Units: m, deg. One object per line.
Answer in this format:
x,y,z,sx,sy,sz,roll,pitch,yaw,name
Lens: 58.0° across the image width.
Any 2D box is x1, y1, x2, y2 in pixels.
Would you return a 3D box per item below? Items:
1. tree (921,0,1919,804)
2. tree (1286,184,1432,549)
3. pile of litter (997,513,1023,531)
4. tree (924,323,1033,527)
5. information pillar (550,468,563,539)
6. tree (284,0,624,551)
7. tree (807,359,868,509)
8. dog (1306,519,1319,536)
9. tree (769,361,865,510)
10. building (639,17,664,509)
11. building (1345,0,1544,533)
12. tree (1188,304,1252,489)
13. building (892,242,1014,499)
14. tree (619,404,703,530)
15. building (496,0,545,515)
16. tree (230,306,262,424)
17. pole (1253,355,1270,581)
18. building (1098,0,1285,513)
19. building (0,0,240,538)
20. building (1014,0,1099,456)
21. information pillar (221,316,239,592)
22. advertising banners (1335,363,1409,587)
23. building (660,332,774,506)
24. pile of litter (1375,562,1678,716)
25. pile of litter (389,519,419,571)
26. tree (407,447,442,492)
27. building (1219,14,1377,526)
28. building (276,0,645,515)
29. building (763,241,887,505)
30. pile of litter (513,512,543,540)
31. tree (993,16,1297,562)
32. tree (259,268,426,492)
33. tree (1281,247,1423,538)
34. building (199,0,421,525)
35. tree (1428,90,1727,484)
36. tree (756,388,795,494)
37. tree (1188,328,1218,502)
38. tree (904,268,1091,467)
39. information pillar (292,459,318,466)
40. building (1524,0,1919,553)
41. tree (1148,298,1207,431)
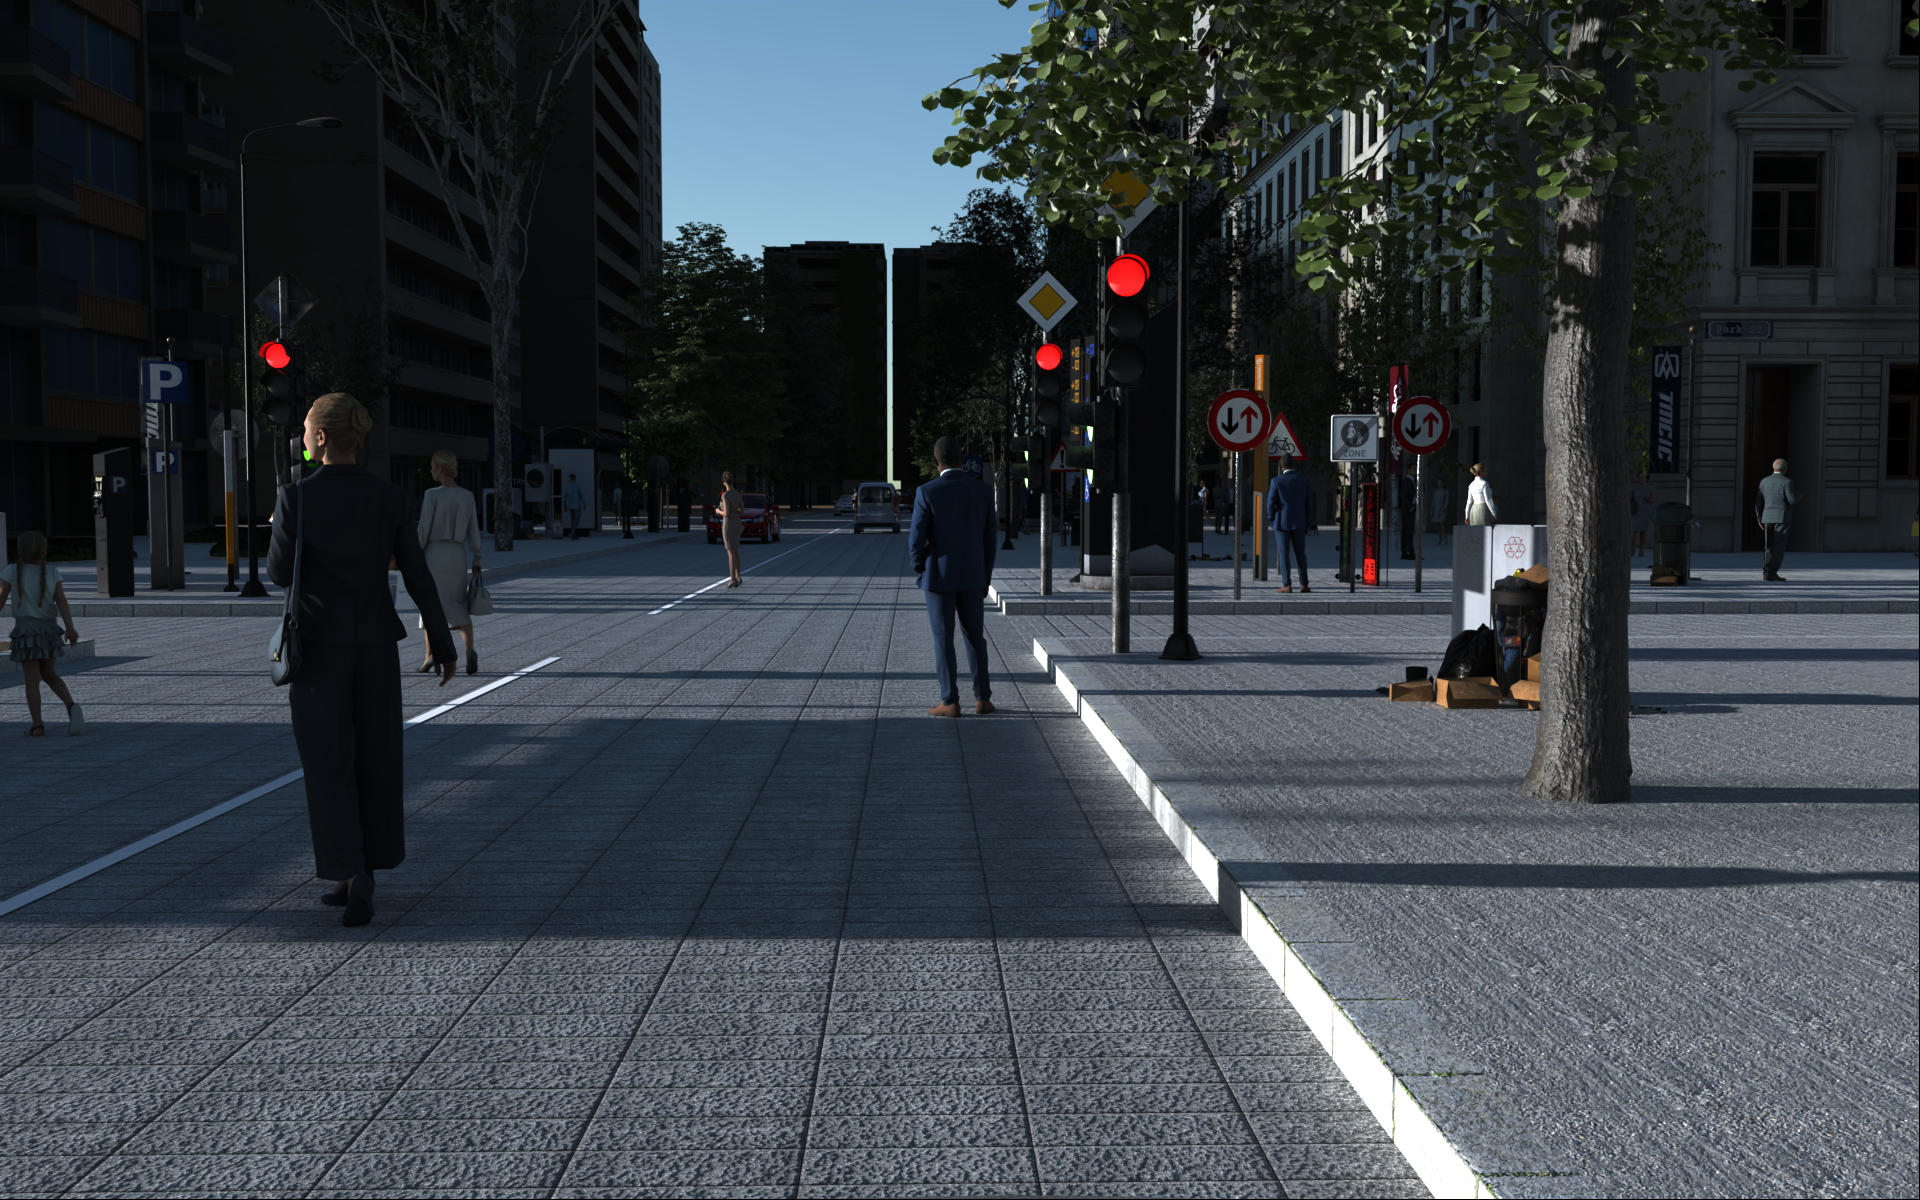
3.058,-5.443,7.117,7.486,12.596,7.792,0,3,0,tree
10.199,-5.484,40.031,4.737,8.622,4.395,0,3,0,tree
1.825,-2.852,60.592,1.719,0.858,1.176,-2,4,-24,pile of litter
1.202,-6.966,64.253,4.360,8.622,3.978,0,3,0,tree
-11.450,-2.734,49.190,0.304,2.012,0.304,-1,4,-21,information pillar
-11.698,-11.138,37.992,12.611,20.169,13.585,0,3,0,tree
-13.204,-14.831,152.859,12.009,13.543,11.850,0,3,0,tree
10.899,-2.247,53.568,0.406,0.507,0.540,1,4,11,dog
-12.845,-13.734,141.556,9.611,12.733,9.660,0,3,0,tree
-33.382,-28.575,150.799,14.086,41.232,14.154,0,4,-1,building
20.341,-12.456,58.405,10.420,20.320,16.860,0,4,-1,building
8.768,-7.036,65.403,4.360,8.622,3.978,0,3,0,tree
-0.931,-26.302,201.733,14.107,30.474,14.160,0,4,-1,building
-10.931,-4.857,63.122,4.285,4.588,4.351,0,3,0,tree
-41.203,-25.445,107.905,32.217,40.220,23.993,0,4,-1,building
-26.187,-7.140,67.093,4.360,8.622,3.978,0,3,0,tree
4.430,-1.934,25.466,0.158,3.312,0.155,0,3,0,pole
26.293,-33.995,145.053,28.713,52.752,27.495,0,4,-1,building
-34.303,-24.048,47.814,22.147,44.769,28.867,0,4,-1,building
21.571,-54.530,204.233,31.000,86.520,22.319,0,4,-1,building
-9.579,-1.915,22.663,0.183,3.616,0.504,-2,4,-24,information pillar
5.754,-1.715,24.232,0.090,3.025,2.074,-1,4,-13,advertising banners
-37.109,-22.153,207.239,28.899,21.520,27.650,0,4,-1,building
3.392,0.208,10.564,1.176,0.858,1.719,-2,4,-34,pile of litter
-9.648,-0.956,29.598,1.176,0.858,1.719,0,4,-3,pile of litter
-22.050,-4.723,71.821,1.663,3.219,1.824,0,3,0,tree
22.158,-15.255,82.704,16.112,22.955,30.059,0,4,-1,building
-36.364,-30.999,130.536,21.300,48.544,21.600,0,4,-1,building
-15.438,-26.238,200.686,14.107,30.474,14.160,0,4,-1,building
-12.389,-2.143,49.010,1.176,0.858,1.719,0,4,-5,pile of litter
2.734,-5.989,32.326,7.601,10.594,8.767,0,4,8,tree
-19.449,-6.442,55.687,4.360,8.622,3.978,0,3,0,tree
11.596,-6.116,50.352,4.360,8.622,3.978,0,3,0,tree
-34.852,-27.961,80.868,21.300,48.544,21.600,0,4,-1,building
11.585,-4.917,30.755,4.737,8.622,4.395,0,3,0,tree
-11.292,-9.250,101.598,4.737,8.622,4.395,0,3,0,tree
9.136,-7.520,73.321,4.737,8.622,4.395,0,3,0,tree
1.067,-9.395,79.369,9.928,11.665,9.643,0,3,0,tree
-9.405,-1.249,24.910,0.304,2.012,0.304,-2,4,-34,information pillar
25.743,-12.608,42.290,21.152,22.565,11.583,0,4,-1,building
9.458,-10.240,93.178,9.928,11.665,9.643,0,3,0,tree
